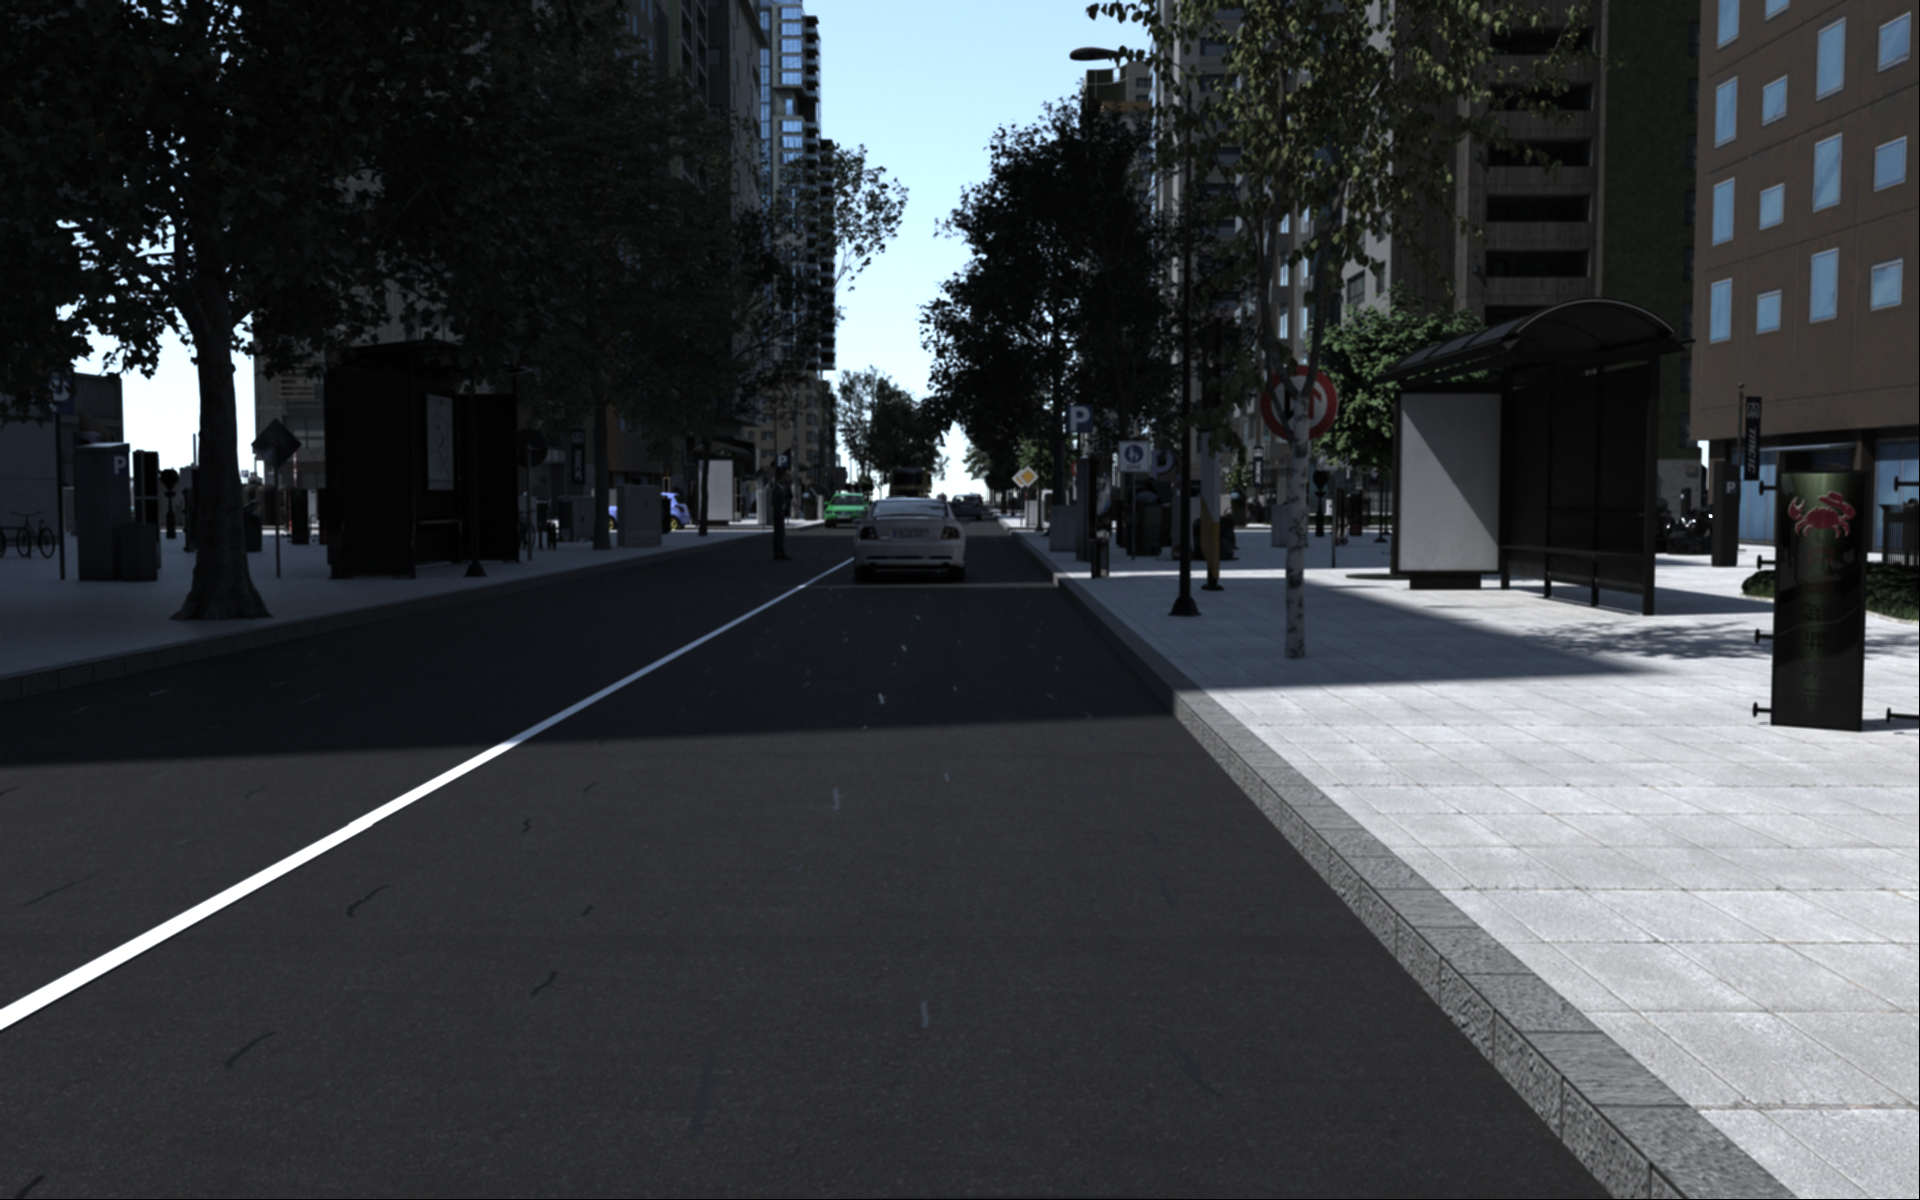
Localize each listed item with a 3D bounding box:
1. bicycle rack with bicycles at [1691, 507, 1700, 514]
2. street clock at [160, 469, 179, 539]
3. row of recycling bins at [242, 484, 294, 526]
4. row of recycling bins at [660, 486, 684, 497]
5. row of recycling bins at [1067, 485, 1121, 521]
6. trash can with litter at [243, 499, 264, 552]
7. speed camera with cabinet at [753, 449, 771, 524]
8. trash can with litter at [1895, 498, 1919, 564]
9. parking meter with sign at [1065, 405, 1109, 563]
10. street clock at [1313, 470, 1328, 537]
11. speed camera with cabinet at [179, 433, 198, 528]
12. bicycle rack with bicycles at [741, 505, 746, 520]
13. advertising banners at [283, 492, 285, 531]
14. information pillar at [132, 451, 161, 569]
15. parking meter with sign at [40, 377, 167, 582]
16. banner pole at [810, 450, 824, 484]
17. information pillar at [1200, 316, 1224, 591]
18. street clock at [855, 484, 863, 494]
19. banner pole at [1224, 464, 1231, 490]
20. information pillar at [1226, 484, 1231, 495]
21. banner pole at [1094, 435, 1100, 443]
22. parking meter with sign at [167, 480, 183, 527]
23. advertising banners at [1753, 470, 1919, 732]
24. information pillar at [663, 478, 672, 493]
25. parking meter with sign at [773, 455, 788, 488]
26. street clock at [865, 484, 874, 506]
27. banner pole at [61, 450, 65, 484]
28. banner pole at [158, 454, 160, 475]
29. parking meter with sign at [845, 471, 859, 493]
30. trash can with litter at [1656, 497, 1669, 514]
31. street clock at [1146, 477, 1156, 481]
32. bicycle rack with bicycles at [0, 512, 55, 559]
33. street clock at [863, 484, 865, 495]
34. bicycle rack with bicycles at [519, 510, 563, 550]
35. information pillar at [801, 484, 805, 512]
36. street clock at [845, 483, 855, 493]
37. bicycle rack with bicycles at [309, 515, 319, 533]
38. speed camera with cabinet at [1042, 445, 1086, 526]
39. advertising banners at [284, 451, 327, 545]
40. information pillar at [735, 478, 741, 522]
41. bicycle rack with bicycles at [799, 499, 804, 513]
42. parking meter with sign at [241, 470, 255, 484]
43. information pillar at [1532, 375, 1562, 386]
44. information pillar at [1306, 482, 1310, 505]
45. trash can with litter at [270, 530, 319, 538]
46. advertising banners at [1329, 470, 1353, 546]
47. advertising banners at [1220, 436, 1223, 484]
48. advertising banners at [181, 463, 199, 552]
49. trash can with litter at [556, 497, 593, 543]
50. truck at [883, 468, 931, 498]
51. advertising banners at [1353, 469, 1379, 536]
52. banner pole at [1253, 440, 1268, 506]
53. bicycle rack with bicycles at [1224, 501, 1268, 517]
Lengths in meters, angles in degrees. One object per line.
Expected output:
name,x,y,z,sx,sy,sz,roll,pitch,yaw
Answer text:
bicycle rack with bicycles,31.556,-3.495,70.518,2.852,0.926,2.925,-1,4,-21
street clock,-22.740,-2.771,49.870,0.471,2.002,0.358,1,4,19
row of recycling bins,-28.111,-3.833,69.775,3.534,1.692,1.069,2,4,30
row of recycling bins,-16.211,-5.103,90.541,3.534,1.692,1.069,0,4,-5
row of recycling bins,6.331,-4.647,83.097,3.534,1.692,1.069,-3,4,-37
trash can with litter,-15.923,-1.641,38.212,1.055,1.170,0.624,-1,4,-10
speed camera with cabinet,-8.523,-4.940,75.097,0.660,3.252,2.038,0,4,-8
trash can with litter,15.892,-1.090,28.883,1.678,1.210,2.233,1,4,15
parking meter with sign,2.477,-2.253,33.101,0.543,3.016,1.738,-1,4,-11
street clock,10.789,-2.894,51.888,0.358,2.002,0.471,-1,4,-23
speed camera with cabinet,-25.305,-3.833,57.006,0.660,3.252,2.038,-1,4,-19
bicycle rack with bicycles,-10.027,-4.335,84.267,2.852,0.926,2.925,0,4,5
advertising banners,-22.291,-3.759,57.655,0.090,3.025,2.074,-2,4,-33
information pillar,-13.970,-1.545,29.757,0.304,2.012,0.304,2,4,35
parking meter with sign,-12.705,-1.798,25.653,1.738,3.016,0.543,1,4,20
banner pole,-8.312,-6.660,98.905,0.863,3.779,0.401,-3,5,-44
information pillar,3.354,-1.944,23.135,0.183,3.616,0.504,-1,4,-14
street clock,-7.486,-7.394,125.454,0.471,2.002,0.358,-1,4,-16
banner pole,22.052,-9.324,142.466,0.401,3.779,0.863,-3,4,-38
information pillar,18.254,-6.914,117.529,0.304,2.012,0.304,-2,4,-28
banner pole,5.854,-5.050,72.579,0.863,3.779,0.401,1,4,18
parking meter with sign,-31.163,-4.368,67.685,1.738,3.016,0.543,0,4,-3
advertising banners,5.258,-0.780,8.948,2.074,3.025,0.090,3,4,38
information pillar,-13.027,-4.450,77.256,0.304,2.012,0.304,1,4,18
parking meter with sign,-8.079,-4.960,77.361,0.543,3.016,1.738,-1,4,-16
street clock,-6.425,-7.390,125.389,0.358,2.002,0.471,1,4,18
banner pole,-50.859,-6.610,98.094,0.401,3.779,0.863,0,4,1
banner pole,-50.702,-7.286,109.146,0.401,3.779,0.863,3,5,43
parking meter with sign,-8.118,-8.364,133.015,1.738,3.016,0.543,2,4,32
trash can with litter,23.901,-2.904,58.871,0.624,1.170,1.055,0,4,4
street clock,8.117,-4.233,73.785,0.471,2.002,0.358,2,4,23
bicycle rack with bicycles,-19.787,-1.297,34.586,2.925,0.926,2.852,3,5,43
street clock,-6.947,-7.467,126.658,0.471,2.002,0.358,-1,4,-17
bicycle rack with bicycles,-10.539,-1.646,40.300,2.852,0.926,2.925,-1,4,-13
information pillar,-10.995,-7.157,121.502,0.304,2.012,0.304,0,4,-2
street clock,-7.345,-6.708,114.246,0.471,2.002,0.358,-1,4,-19
bicycle rack with bicycles,-19.874,-2.637,56.503,2.925,0.926,2.852,3,4,38
speed camera with cabinet,4.360,-4.649,70.339,2.038,3.252,0.660,2,4,25
advertising banners,-16.060,-2.917,43.877,2.074,3.025,0.090,0,4,7
information pillar,-10.230,-4.578,79.346,0.304,2.012,0.304,-3,4,-38
bicycle rack with bicycles,-11.198,-7.781,140.599,2.852,0.926,2.925,2,4,26
parking meter with sign,-56.086,-8.594,136.764,0.543,3.016,1.738,-3,5,-45
information pillar,9.928,-2.323,29.328,0.504,3.616,0.183,1,4,18
information pillar,21.145,-6.196,105.799,0.304,2.012,0.304,-1,4,-19
trash can with litter,-19.685,-2.484,51.672,1.678,1.210,2.233,-1,4,-21
advertising banners,9.392,-2.860,42.941,0.090,3.025,2.074,2,4,24
advertising banners,6.606,-3.033,45.775,0.090,3.025,2.074,2,4,29
advertising banners,-17.035,-2.611,38.879,0.090,3.025,2.074,0,4,-3
trash can with litter,-10.305,-2.183,46.754,1.678,1.210,2.233,2,4,27
truck,-3.653,-8.117,128.640,3.469,3.379,9.791,0,4,2
advertising banners,12.118,-3.477,53.035,0.090,3.025,2.074,-2,4,-34
banner pole,13.928,-5.505,80.027,0.863,3.779,0.401,1,4,23
bicycle rack with bicycles,14.135,-4.356,84.608,2.925,0.926,2.852,3,5,40
